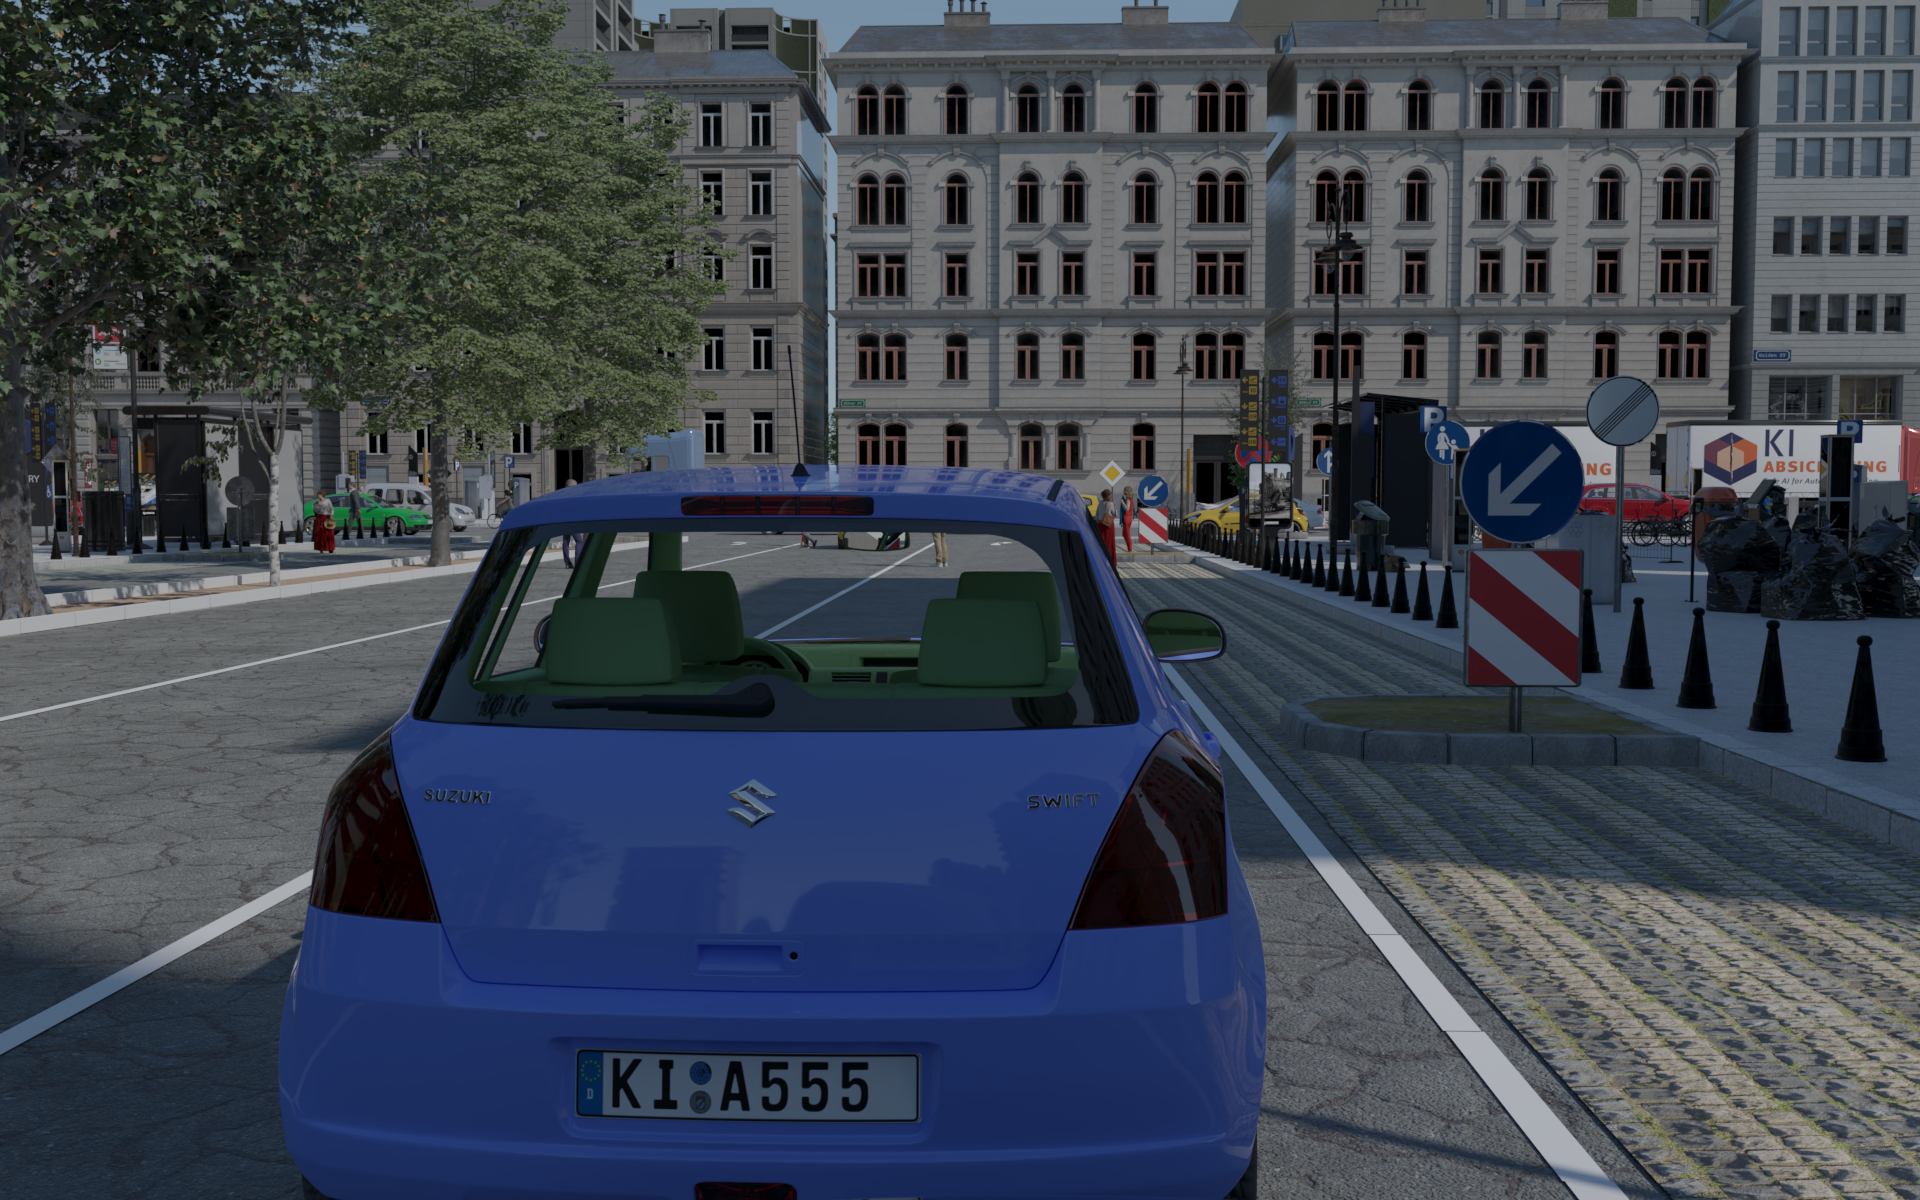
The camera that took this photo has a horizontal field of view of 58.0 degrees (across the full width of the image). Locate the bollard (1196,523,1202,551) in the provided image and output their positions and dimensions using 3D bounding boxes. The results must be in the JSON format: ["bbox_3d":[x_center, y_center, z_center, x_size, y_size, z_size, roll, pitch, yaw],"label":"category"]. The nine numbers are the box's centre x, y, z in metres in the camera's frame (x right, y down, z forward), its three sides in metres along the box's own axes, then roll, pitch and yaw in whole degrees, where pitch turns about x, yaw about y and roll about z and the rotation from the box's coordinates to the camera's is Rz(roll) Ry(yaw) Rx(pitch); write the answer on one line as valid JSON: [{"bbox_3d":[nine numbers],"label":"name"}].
[{"bbox_3d":[5.549,-1.423,39.308,0.229,0.601,0.229,0,3,0],"label":"bollard"}]

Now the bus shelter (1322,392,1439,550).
[{"bbox_3d":[10.387,-3.171,43.127,1.731,3.624,6.357,0,4,2],"label":"bus shelter"}]

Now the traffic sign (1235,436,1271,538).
[{"bbox_3d":[6.306,-2.276,37.316,0.768,2.556,0.104,0,4,6],"label":"traffic sign"}]

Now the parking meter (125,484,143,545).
[{"bbox_3d":[-20.821,-2.154,43.637,0.372,1.533,0.369,0,3,0],"label":"parking meter"}]

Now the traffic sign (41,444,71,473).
[{"bbox_3d":[-20.909,-2.379,40.080,0.795,2.450,0.064,1,4,12],"label":"traffic sign"}]

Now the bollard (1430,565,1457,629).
[{"bbox_3d":[4.678,-0.035,16.610,0.229,0.601,0.229,0,3,0],"label":"bollard"}]

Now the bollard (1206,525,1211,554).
[{"bbox_3d":[5.468,-1.296,37.238,0.229,0.601,0.229,0,3,0],"label":"bollard"}]

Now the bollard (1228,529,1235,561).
[{"bbox_3d":[5.308,-1.045,33.120,0.229,0.601,0.229,0,3,0],"label":"bollard"}]

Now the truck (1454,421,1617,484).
[{"bbox_3d":[19.617,-4.829,67.874,11.283,4.237,2.839,0,4,4],"label":"truck"}]

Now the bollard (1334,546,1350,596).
[{"bbox_3d":[4.875,-0.352,21.789,0.229,0.601,0.229,0,3,0],"label":"bollard"}]

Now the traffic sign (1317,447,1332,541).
[{"bbox_3d":[10.138,-2.891,47.378,0.768,2.556,0.104,1,4,12],"label":"traffic sign"}]

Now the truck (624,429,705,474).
[{"bbox_3d":[-5.195,-5.032,72.034,18.799,4.110,2.967,0,4,3],"label":"truck"}]

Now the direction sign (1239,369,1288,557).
[{"bbox_3d":[5.525,-2.420,31.560,0.876,3.537,0.379,0,4,-4],"label":"direction sign"}]

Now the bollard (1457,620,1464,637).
[{"bbox_3d":[4.642,0.029,15.565,0.229,0.601,0.229,0,3,0],"label":"bollard"}]

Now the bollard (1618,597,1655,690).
[{"bbox_3d":[4.481,0.281,11.454,0.229,0.601,0.229,0,3,0],"label":"bollard"}]

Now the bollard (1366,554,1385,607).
[{"bbox_3d":[4.797,-0.225,19.713,0.229,0.601,0.229,0,3,0],"label":"bollard"}]

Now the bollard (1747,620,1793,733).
[{"bbox_3d":[4.401,0.407,9.391,0.229,0.601,0.229,0,3,0],"label":"bollard"}]

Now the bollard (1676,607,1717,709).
[{"bbox_3d":[4.437,0.344,10.417,0.229,0.601,0.229,0,3,0],"label":"bollard"}]

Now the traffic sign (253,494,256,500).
[{"bbox_3d":[-20.037,-3.002,49.181,0.768,2.556,0.104,1,4,12],"label":"traffic sign"}]

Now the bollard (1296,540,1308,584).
[{"bbox_3d":[4.993,-0.541,24.881,0.229,0.601,0.229,0,3,0],"label":"bollard"}]

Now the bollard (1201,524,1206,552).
[{"bbox_3d":[5.508,-1.360,38.270,0.229,0.601,0.229,0,3,0],"label":"bollard"}]

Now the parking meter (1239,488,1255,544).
[{"bbox_3d":[7.359,-2.364,44.360,0.255,1.863,0.399,-3,5,-40],"label":"parking meter"}]

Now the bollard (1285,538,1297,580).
[{"bbox_3d":[5.034,-0.603,25.907,0.229,0.601,0.229,0,3,0],"label":"bollard"}]

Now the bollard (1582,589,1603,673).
[{"bbox_3d":[4.519,0.217,12.486,0.229,0.601,0.229,0,3,0],"label":"bollard"}]

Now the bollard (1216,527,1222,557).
[{"bbox_3d":[5.388,-1.170,35.172,0.229,0.601,0.229,0,3,0],"label":"bollard"}]

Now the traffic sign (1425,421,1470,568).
[{"bbox_3d":[8.454,-1.835,30.116,0.768,2.556,0.104,0,4,2],"label":"traffic sign"}]

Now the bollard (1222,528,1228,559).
[{"bbox_3d":[5.347,-1.107,34.146,0.229,0.601,0.229,0,3,0],"label":"bollard"}]

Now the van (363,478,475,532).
[{"bbox_3d":[-20.491,-3.583,65.596,4.112,2.044,2.013,0,4,4],"label":"van"}]

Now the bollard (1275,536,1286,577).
[{"bbox_3d":[5.077,-0.666,26.933,0.229,0.601,0.229,0,3,0],"label":"bollard"}]

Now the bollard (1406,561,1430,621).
[{"bbox_3d":[4.716,-0.098,17.636,0.229,0.601,0.229,0,3,0],"label":"bollard"}]

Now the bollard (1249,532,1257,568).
[{"bbox_3d":[5.190,-0.855,30.027,0.229,0.601,0.229,0,3,0],"label":"bollard"}]

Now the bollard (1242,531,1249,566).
[{"bbox_3d":[5.231,-0.918,31.055,0.229,0.601,0.229,0,3,0],"label":"bollard"}]

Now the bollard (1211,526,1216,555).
[{"bbox_3d":[5.428,-1.234,36.212,0.229,0.601,0.229,0,3,0],"label":"bollard"}]

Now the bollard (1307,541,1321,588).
[{"bbox_3d":[4.954,-0.477,23.848,0.229,0.601,0.229,0,3,0],"label":"bollard"}]

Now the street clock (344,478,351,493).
[{"bbox_3d":[-27.190,-4.430,76.993,0.358,2.002,0.471,-1,4,-21],"label":"street clock"}]

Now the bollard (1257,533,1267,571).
[{"bbox_3d":[5.152,-0.793,29.001,0.229,0.601,0.229,0,3,0],"label":"bollard"}]

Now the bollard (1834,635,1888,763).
[{"bbox_3d":[4.361,0.470,8.365,0.229,0.601,0.229,0,3,0],"label":"bollard"}]

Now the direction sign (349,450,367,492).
[{"bbox_3d":[-31.089,-5.960,89.441,0.876,3.537,0.379,0,4,-2],"label":"direction sign"}]

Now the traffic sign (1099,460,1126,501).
[{"bbox_3d":[4.462,-2.883,50.775,0.795,2.450,0.064,0,4,2],"label":"traffic sign"}]

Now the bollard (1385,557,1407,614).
[{"bbox_3d":[4.756,-0.162,18.687,0.229,0.601,0.229,0,3,0],"label":"bollard"}]

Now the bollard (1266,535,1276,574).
[{"bbox_3d":[5.114,-0.730,27.975,0.229,0.601,0.229,0,3,0],"label":"bollard"}]

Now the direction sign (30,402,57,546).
[{"bbox_3d":[-22.723,-3.120,43.002,0.876,3.537,0.379,2,4,24],"label":"direction sign"}]

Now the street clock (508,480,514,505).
[{"bbox_3d":[-22.424,-5.034,86.868,0.471,2.002,0.358,-1,4,-11],"label":"street clock"}]

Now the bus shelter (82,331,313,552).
[{"bbox_3d":[-18.783,-3.974,42.610,2.179,5.291,8.768,0,4,2],"label":"bus shelter"}]

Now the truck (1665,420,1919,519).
[{"bbox_3d":[33.173,-4.740,66.416,11.283,4.237,2.839,0,4,3],"label":"truck"}]

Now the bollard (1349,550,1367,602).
[{"bbox_3d":[4.834,-0.288,20.748,0.229,0.601,0.229,0,3,0],"label":"bollard"}]

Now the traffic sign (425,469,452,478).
[{"bbox_3d":[-15.517,-2.931,51.559,0.795,2.450,0.064,0,4,2],"label":"traffic sign"}]

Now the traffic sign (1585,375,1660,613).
[{"bbox_3d":[7.130,-1.138,18.714,0.768,2.556,0.104,1,4,9],"label":"traffic sign"}]

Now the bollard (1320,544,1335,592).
[{"bbox_3d":[4.915,-0.415,22.822,0.229,0.601,0.229,0,3,0],"label":"bollard"}]

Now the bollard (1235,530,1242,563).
[{"bbox_3d":[5.271,-0.981,32.081,0.229,0.601,0.229,0,3,0],"label":"bollard"}]
